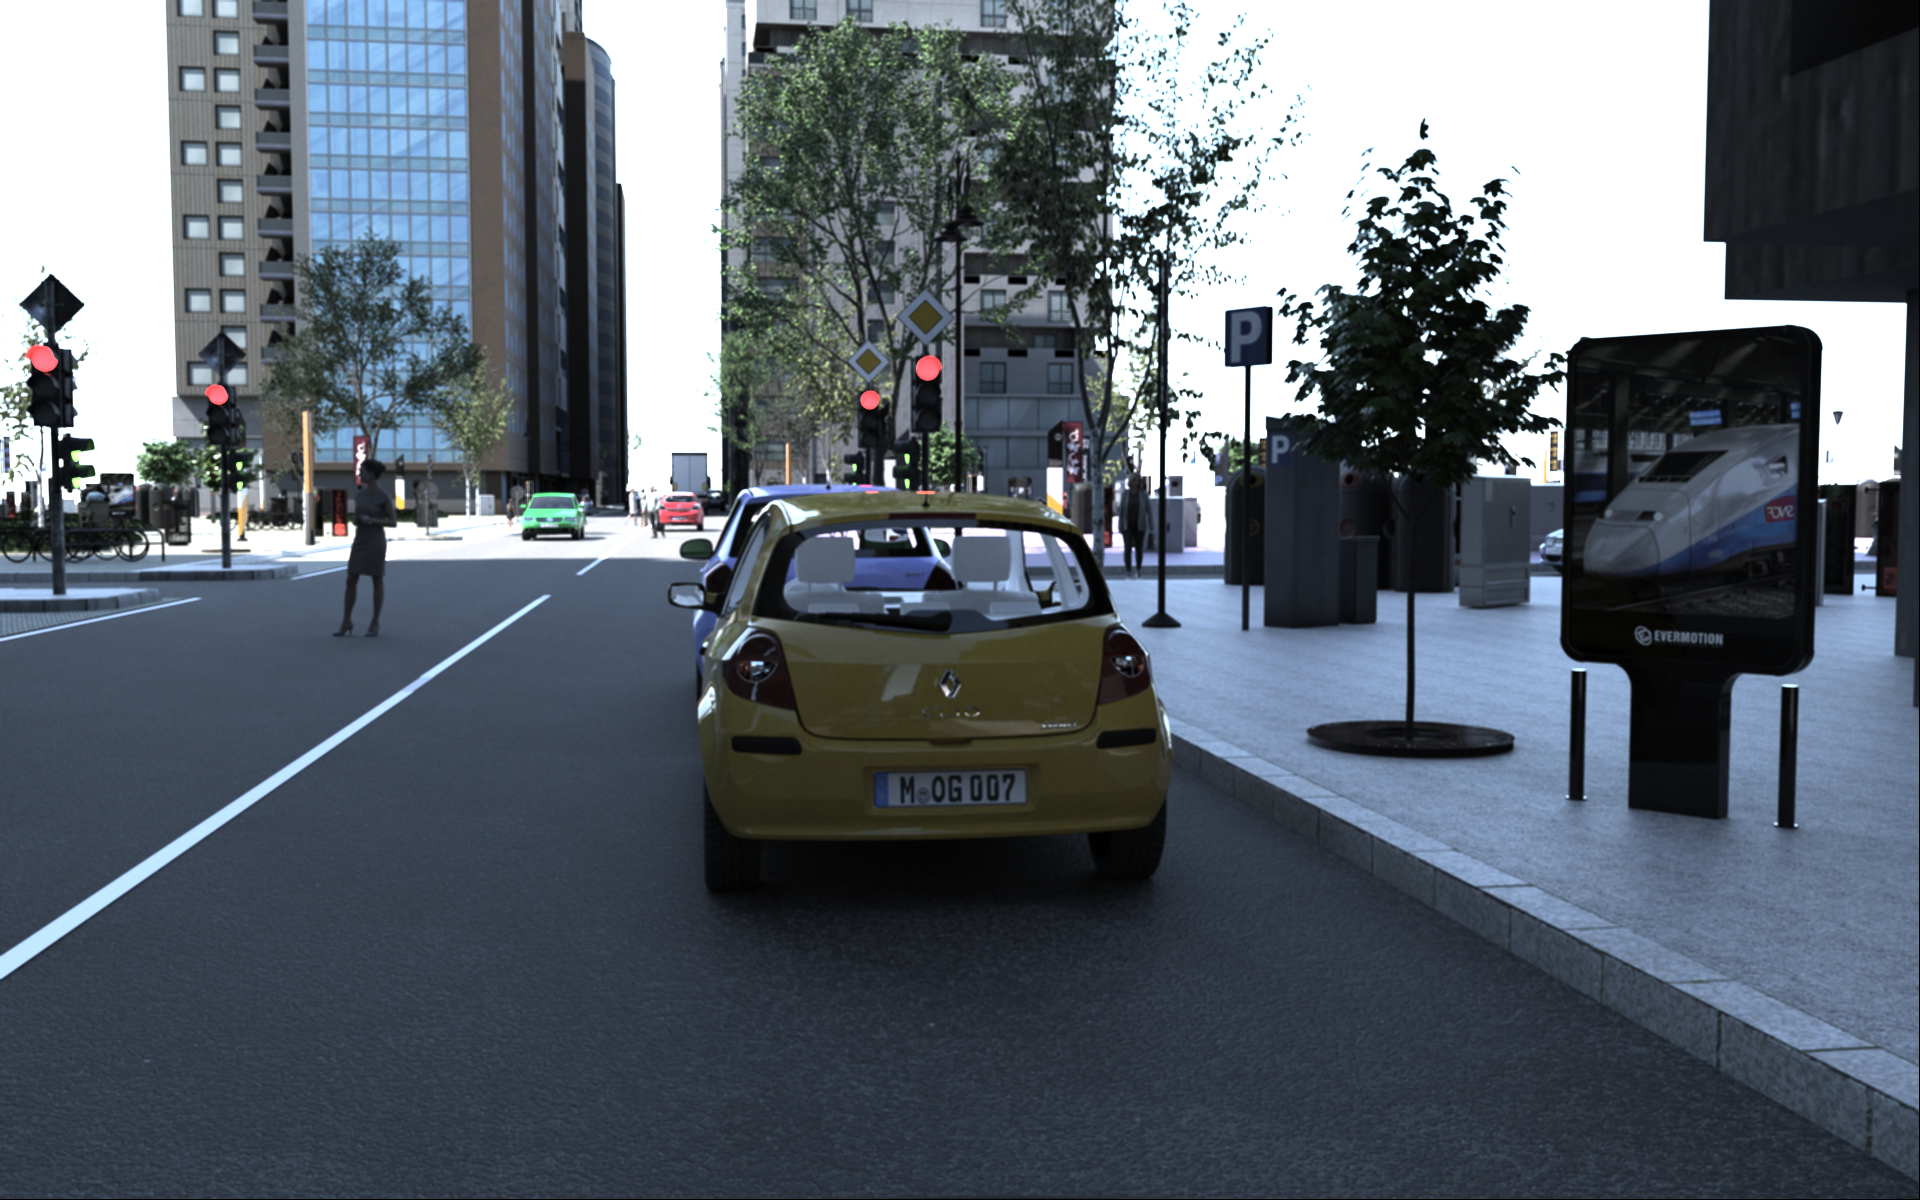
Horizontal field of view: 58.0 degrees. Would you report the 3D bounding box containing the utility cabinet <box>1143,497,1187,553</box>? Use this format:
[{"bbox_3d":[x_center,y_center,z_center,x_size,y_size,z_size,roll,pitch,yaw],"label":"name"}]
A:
[{"bbox_3d":[4.392,-1.640,37.970,1.020,1.237,0.306,1,4,16],"label":"utility cabinet"}]

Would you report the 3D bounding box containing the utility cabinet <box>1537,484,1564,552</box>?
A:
[{"bbox_3d":[12.798,-1.779,37.772,1.173,1.500,0.318,2,4,23],"label":"utility cabinet"}]

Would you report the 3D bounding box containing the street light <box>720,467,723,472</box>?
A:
[{"bbox_3d":[-31.335,-15.739,230.112,0.468,5.910,1.993,-1,4,-9],"label":"street light"}]

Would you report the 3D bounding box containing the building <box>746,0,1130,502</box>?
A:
[{"bbox_3d":[-3.207,-33.621,138.936,28.713,52.752,27.495,-1,4,-9],"label":"building"}]

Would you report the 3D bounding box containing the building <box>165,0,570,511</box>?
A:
[{"bbox_3d":[-47.103,-33.843,142.576,28.713,52.752,27.495,-1,4,-9],"label":"building"}]

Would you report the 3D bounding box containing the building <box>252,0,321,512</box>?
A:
[{"bbox_3d":[-35.241,-28.080,109.215,14.600,45.320,14.200,-1,4,-9],"label":"building"}]

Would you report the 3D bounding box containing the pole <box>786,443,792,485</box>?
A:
[{"bbox_3d":[-6.889,-4.646,69.812,0.158,3.312,0.155,0,3,0],"label":"pole"}]

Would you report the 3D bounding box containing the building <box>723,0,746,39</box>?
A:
[{"bbox_3d":[-17.588,-40.760,208.416,21.231,58.520,28.212,-1,4,-9],"label":"building"}]

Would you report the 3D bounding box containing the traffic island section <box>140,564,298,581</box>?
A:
[{"bbox_3d":[-12.766,-0.479,30.111,2.009,0.180,2.903,-1,4,-9],"label":"traffic island section"}]

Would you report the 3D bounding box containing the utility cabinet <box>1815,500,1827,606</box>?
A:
[{"bbox_3d":[9.474,-0.550,20.148,1.020,1.237,0.306,3,4,36],"label":"utility cabinet"}]

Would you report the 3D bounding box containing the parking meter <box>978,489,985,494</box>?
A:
[{"bbox_3d":[0.946,-4.373,79.904,0.372,1.533,0.369,0,3,0],"label":"parking meter"}]

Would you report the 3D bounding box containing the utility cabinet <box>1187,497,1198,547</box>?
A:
[{"bbox_3d":[5.248,-1.888,42.036,1.020,1.237,0.306,-1,4,-17],"label":"utility cabinet"}]

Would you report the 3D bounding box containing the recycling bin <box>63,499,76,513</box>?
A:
[{"bbox_3d":[-49.726,-5.126,96.360,0.722,1.027,0.722,3,4,36],"label":"recycling bin"}]

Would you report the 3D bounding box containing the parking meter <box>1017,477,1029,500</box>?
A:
[{"bbox_3d":[2.153,-3.277,59.293,0.399,1.863,0.255,1,4,22],"label":"parking meter"}]

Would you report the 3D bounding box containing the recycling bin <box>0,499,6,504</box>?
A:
[{"bbox_3d":[-54.462,-5.259,98.545,0.722,1.027,0.722,2,4,24],"label":"recycling bin"}]

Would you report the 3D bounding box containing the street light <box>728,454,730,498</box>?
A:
[{"bbox_3d":[-26.214,-13.691,196.642,0.468,5.910,1.993,-1,4,-9],"label":"street light"}]

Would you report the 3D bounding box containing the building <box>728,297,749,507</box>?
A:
[{"bbox_3d":[-8.334,-19.790,168.610,27.650,21.520,28.899,-1,4,-9],"label":"building"}]

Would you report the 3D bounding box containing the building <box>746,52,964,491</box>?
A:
[{"bbox_3d":[-7.497,-21.178,117.969,14.160,30.474,14.107,-1,4,-9],"label":"building"}]

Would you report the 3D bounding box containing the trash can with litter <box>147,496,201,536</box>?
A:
[{"bbox_3d":[-24.658,-2.637,54.164,1.678,1.210,2.233,-1,4,-17],"label":"trash can with litter"}]

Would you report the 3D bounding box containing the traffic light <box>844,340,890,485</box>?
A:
[{"bbox_3d":[-1.692,-2.614,31.666,0.839,4.253,0.868,-1,4,-9],"label":"traffic light"}]

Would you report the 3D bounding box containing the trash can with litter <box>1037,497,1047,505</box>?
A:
[{"bbox_3d":[3.469,-3.476,68.228,1.055,1.170,0.624,-1,4,-9],"label":"trash can with litter"}]

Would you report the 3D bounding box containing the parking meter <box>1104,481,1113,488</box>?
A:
[{"bbox_3d":[6.654,-4.421,77.999,0.399,1.863,0.255,3,5,43],"label":"parking meter"}]

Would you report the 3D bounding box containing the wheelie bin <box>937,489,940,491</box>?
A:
[{"bbox_3d":[-1.466,-5.958,105.327,0.980,1.594,0.693,-3,5,-41],"label":"wheelie bin"}]

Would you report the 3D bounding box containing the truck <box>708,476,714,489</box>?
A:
[{"bbox_3d":[-36.881,-15.794,247.997,2.967,4.110,18.799,0,4,-7],"label":"truck"}]

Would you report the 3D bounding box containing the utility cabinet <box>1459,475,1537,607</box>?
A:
[{"bbox_3d":[6.129,-0.678,19.768,0.318,1.500,1.173,3,5,43],"label":"utility cabinet"}]

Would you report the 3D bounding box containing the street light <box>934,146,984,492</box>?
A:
[{"bbox_3d":[-0.022,-3.100,23.475,0.468,5.910,1.993,-1,4,-9],"label":"street light"}]

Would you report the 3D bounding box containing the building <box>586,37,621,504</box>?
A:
[{"bbox_3d":[-54.548,-41.415,219.141,21.231,58.520,28.212,-1,4,-9],"label":"building"}]

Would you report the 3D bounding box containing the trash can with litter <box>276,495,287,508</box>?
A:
[{"bbox_3d":[-35.179,-4.884,90.917,2.233,1.210,1.678,-1,4,-22],"label":"trash can with litter"}]

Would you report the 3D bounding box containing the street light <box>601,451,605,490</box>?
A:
[{"bbox_3d":[-38.743,-13.152,187.819,0.468,5.910,1.993,-1,4,-9],"label":"street light"}]

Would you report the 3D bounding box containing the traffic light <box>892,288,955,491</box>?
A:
[{"bbox_3d":[-0.494,-2.131,23.771,0.839,4.253,0.868,-1,4,-9],"label":"traffic light"}]

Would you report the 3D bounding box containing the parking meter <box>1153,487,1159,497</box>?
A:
[{"bbox_3d":[6.221,-2.802,54.221,0.372,1.533,0.369,0,3,0],"label":"parking meter"}]

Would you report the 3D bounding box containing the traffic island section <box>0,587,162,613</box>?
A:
[{"bbox_3d":[-11.568,0.004,22.216,2.009,0.180,2.903,-1,4,-9],"label":"traffic island section"}]

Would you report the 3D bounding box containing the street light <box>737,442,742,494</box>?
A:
[{"bbox_3d":[-18.829,-10.711,147.910,0.468,5.910,1.993,-1,4,-9],"label":"street light"}]

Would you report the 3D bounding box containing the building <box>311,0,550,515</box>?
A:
[{"bbox_3d":[-36.618,-28.944,123.342,14.600,45.320,14.200,-1,4,-9],"label":"building"}]

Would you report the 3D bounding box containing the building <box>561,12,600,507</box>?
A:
[{"bbox_3d":[-42.045,-31.489,164.947,14.600,45.320,14.200,-1,4,-9],"label":"building"}]

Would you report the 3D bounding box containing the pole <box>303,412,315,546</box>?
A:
[{"bbox_3d":[-16.188,-3.010,43.061,0.158,3.312,0.155,0,3,0],"label":"pole"}]

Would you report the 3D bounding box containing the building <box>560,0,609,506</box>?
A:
[{"bbox_3d":[-50.528,-46.254,194.507,20.563,71.187,20.611,-1,4,-9],"label":"building"}]

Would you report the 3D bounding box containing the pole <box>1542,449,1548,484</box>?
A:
[{"bbox_3d":[26.197,-5.121,77.579,0.158,3.312,0.155,0,3,0],"label":"pole"}]

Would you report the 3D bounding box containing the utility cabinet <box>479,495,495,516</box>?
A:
[{"bbox_3d":[-27.661,-5.500,101.083,0.306,1.237,1.020,3,5,39],"label":"utility cabinet"}]

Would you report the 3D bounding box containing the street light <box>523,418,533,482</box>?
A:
[{"bbox_3d":[-26.434,-8.150,106.045,0.468,5.910,1.993,-1,4,-9],"label":"street light"}]

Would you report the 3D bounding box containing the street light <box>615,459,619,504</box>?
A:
[{"bbox_3d":[-43.875,-15.199,221.288,0.468,5.910,1.993,-1,4,-9],"label":"street light"}]

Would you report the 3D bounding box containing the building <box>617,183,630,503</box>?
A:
[{"bbox_3d":[-53.624,-36.165,241.401,14.600,45.320,14.200,-1,4,-9],"label":"building"}]

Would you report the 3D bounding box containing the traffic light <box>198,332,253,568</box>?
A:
[{"bbox_3d":[-12.725,-2.511,29.982,0.839,4.253,0.868,-1,4,-9],"label":"traffic light"}]

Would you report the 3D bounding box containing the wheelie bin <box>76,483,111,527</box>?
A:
[{"bbox_3d":[-24.217,-2.478,48.418,0.980,1.594,0.693,2,4,28],"label":"wheelie bin"}]

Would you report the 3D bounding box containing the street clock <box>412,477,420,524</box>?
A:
[{"bbox_3d":[-23.304,-4.266,74.312,0.358,2.002,0.471,-1,4,-9],"label":"street clock"}]

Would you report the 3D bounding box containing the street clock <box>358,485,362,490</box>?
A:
[{"bbox_3d":[-35.515,-5.991,102.520,0.358,2.002,0.471,-1,4,-20],"label":"street clock"}]

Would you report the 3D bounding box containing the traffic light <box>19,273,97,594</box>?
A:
[{"bbox_3d":[-11.527,-2.029,22.087,0.839,4.253,0.868,-1,4,-9],"label":"traffic light"}]

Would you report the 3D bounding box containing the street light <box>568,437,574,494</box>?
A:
[{"bbox_3d":[-31.470,-10.230,140.052,0.468,5.910,1.993,-1,4,-9],"label":"street light"}]

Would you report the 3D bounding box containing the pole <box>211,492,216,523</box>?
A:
[{"bbox_3d":[-32.665,-5.006,75.698,0.158,3.312,0.155,0,3,0],"label":"pole"}]

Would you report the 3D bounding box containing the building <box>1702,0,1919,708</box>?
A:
[{"bbox_3d":[11.459,-14.417,7.426,14.160,30.474,14.107,-1,4,-9],"label":"building"}]

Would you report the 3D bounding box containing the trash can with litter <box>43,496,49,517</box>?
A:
[{"bbox_3d":[-44.090,-4.438,83.611,1.678,1.210,2.233,-1,4,-15],"label":"trash can with litter"}]

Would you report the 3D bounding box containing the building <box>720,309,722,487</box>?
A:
[{"bbox_3d":[-28.569,-29.738,257.910,14.160,30.474,14.107,-1,4,-9],"label":"building"}]

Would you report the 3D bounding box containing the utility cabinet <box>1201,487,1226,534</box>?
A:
[{"bbox_3d":[8.207,-2.856,55.380,0.318,1.500,1.173,-2,4,-34],"label":"utility cabinet"}]

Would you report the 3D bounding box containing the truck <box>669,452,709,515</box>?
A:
[{"bbox_3d":[-18.819,-8.046,120.464,2.839,4.237,11.283,-1,4,-9],"label":"truck"}]

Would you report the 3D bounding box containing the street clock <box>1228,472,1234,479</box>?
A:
[{"bbox_3d":[9.029,-3.243,57.594,0.358,2.002,0.471,0,4,2],"label":"street clock"}]

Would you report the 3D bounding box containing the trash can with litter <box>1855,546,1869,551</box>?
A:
[{"bbox_3d":[20.703,-1.796,40.418,1.678,1.210,2.233,3,4,37],"label":"trash can with litter"}]

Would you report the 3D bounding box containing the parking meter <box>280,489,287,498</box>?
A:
[{"bbox_3d":[-37.516,-5.360,96.040,0.372,1.533,0.369,0,3,0],"label":"parking meter"}]
